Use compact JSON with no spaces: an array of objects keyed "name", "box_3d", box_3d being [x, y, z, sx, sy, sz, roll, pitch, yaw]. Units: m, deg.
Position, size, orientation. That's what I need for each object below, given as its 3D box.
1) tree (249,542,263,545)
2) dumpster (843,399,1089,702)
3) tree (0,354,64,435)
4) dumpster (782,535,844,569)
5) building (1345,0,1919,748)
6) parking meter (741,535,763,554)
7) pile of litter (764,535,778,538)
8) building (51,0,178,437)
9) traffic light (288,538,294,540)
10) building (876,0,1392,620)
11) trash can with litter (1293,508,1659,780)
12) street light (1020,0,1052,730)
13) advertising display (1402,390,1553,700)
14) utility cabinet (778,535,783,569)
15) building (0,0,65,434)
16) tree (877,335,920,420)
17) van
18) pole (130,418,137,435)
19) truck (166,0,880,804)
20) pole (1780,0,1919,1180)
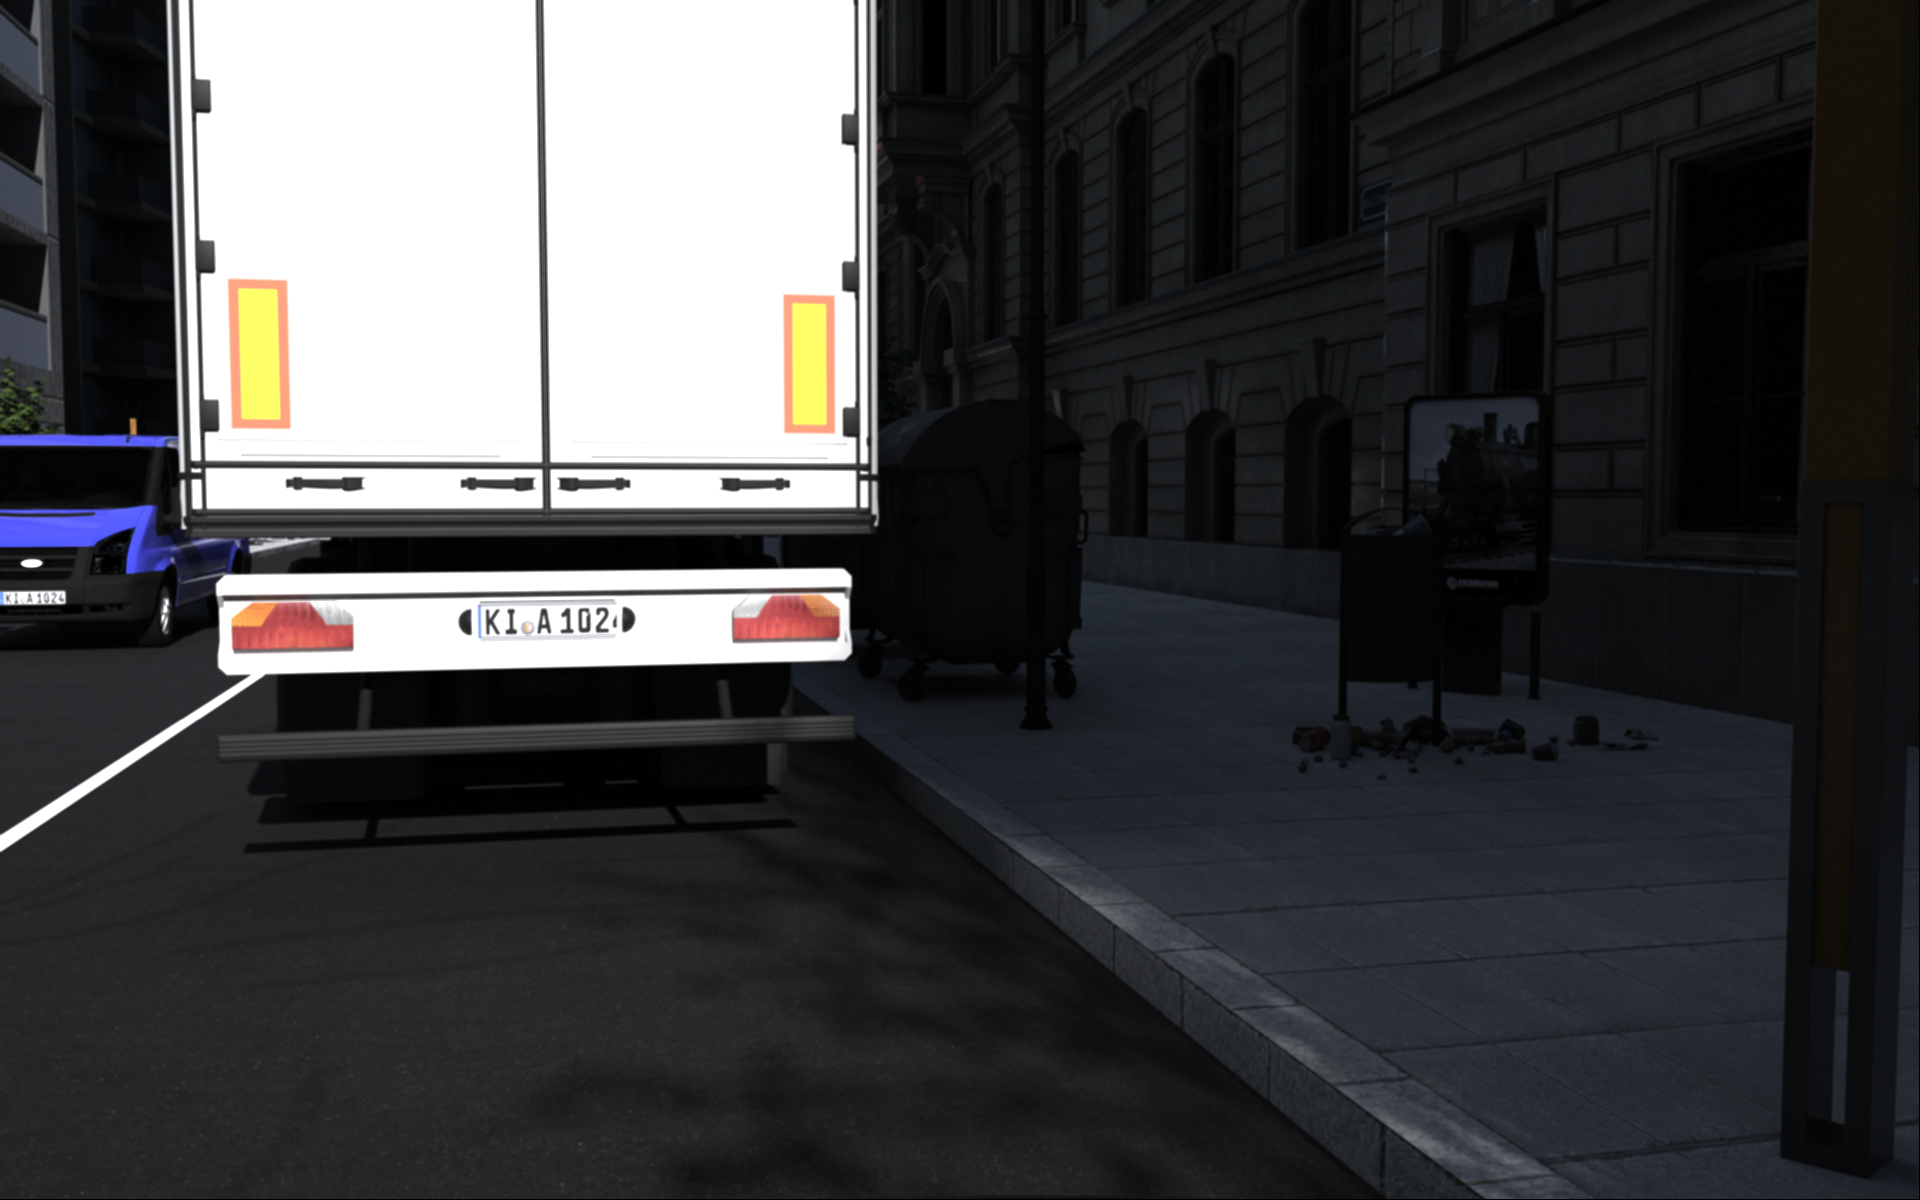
[{"name":"tree","box_3d":[-18.015,-2.995,43.564,1.663,3.219,1.824,0,3,0]},{"name":"dumpster","box_3d":[0.037,-0.348,11.447,1.264,1.857,1.865,-1,4,-14]},{"name":"tree","box_3d":[-13.089,-1.806,24.134,1.663,3.219,1.824,0,3,0]},{"name":"dumpster","box_3d":[-0.782,-0.515,14.179,1.264,1.857,1.865,-1,4,-14]},{"name":"building","box_3d":[10.121,-8.674,6.451,10.561,19.102,19.286,-1,4,-14]},{"name":"parking meter","box_3d":[-3.427,-1.231,28.532,0.372,1.533,0.369,0,3,0]},{"name":"pile of litter","box_3d":[-4.899,-2.287,51.357,1.719,0.858,1.176,1,4,9]},{"name":"building","box_3d":[-40.670,-25.420,70.249,22.147,44.769,28.867,-1,4,-14]},{"name":"traffic light","box_3d":[-18.724,-3.637,48.385,0.839,4.253,0.868,-1,4,-14]},{"name":"building","box_3d":[5.184,-13.084,33.000,14.460,24.649,34.723,-1,4,-14]},{"name":"trash can with litter","box_3d":[2.575,0.145,8.680,2.233,1.210,1.678,-1,4,-9]},{"name":"street light","box_3d":[0.417,-2.234,9.320,0.468,5.910,1.993,-1,4,-14]},{"name":"advertising display","box_3d":[3.290,-0.359,11.089,0.974,1.923,0.123,3,5,44]},{"name":"utility cabinet","box_3d":[-1.353,-0.410,17.861,1.020,1.237,0.306,-1,4,-10]},{"name":"building","box_3d":[-32.887,-29.853,30.093,28.212,58.520,21.231,-1,4,-14]},{"name":"tree","box_3d":[-2.328,-2.546,25.341,4.285,4.588,4.351,0,3,0]},{"name":"van","box_3d":[-8.733,-0.816,17.719,2.240,2.365,5.245,-1,4,-13]},{"name":"pole","box_3d":[-22.281,-3.236,46.757,0.158,3.312,0.155,0,3,0]},{"name":"truck","box_3d":[-2.832,-1.382,11.517,2.839,4.237,11.283,-1,4,-14]},{"name":"pole","box_3d":[1.695,-0.575,3.246,0.158,3.312,0.155,0,3,0]}]
